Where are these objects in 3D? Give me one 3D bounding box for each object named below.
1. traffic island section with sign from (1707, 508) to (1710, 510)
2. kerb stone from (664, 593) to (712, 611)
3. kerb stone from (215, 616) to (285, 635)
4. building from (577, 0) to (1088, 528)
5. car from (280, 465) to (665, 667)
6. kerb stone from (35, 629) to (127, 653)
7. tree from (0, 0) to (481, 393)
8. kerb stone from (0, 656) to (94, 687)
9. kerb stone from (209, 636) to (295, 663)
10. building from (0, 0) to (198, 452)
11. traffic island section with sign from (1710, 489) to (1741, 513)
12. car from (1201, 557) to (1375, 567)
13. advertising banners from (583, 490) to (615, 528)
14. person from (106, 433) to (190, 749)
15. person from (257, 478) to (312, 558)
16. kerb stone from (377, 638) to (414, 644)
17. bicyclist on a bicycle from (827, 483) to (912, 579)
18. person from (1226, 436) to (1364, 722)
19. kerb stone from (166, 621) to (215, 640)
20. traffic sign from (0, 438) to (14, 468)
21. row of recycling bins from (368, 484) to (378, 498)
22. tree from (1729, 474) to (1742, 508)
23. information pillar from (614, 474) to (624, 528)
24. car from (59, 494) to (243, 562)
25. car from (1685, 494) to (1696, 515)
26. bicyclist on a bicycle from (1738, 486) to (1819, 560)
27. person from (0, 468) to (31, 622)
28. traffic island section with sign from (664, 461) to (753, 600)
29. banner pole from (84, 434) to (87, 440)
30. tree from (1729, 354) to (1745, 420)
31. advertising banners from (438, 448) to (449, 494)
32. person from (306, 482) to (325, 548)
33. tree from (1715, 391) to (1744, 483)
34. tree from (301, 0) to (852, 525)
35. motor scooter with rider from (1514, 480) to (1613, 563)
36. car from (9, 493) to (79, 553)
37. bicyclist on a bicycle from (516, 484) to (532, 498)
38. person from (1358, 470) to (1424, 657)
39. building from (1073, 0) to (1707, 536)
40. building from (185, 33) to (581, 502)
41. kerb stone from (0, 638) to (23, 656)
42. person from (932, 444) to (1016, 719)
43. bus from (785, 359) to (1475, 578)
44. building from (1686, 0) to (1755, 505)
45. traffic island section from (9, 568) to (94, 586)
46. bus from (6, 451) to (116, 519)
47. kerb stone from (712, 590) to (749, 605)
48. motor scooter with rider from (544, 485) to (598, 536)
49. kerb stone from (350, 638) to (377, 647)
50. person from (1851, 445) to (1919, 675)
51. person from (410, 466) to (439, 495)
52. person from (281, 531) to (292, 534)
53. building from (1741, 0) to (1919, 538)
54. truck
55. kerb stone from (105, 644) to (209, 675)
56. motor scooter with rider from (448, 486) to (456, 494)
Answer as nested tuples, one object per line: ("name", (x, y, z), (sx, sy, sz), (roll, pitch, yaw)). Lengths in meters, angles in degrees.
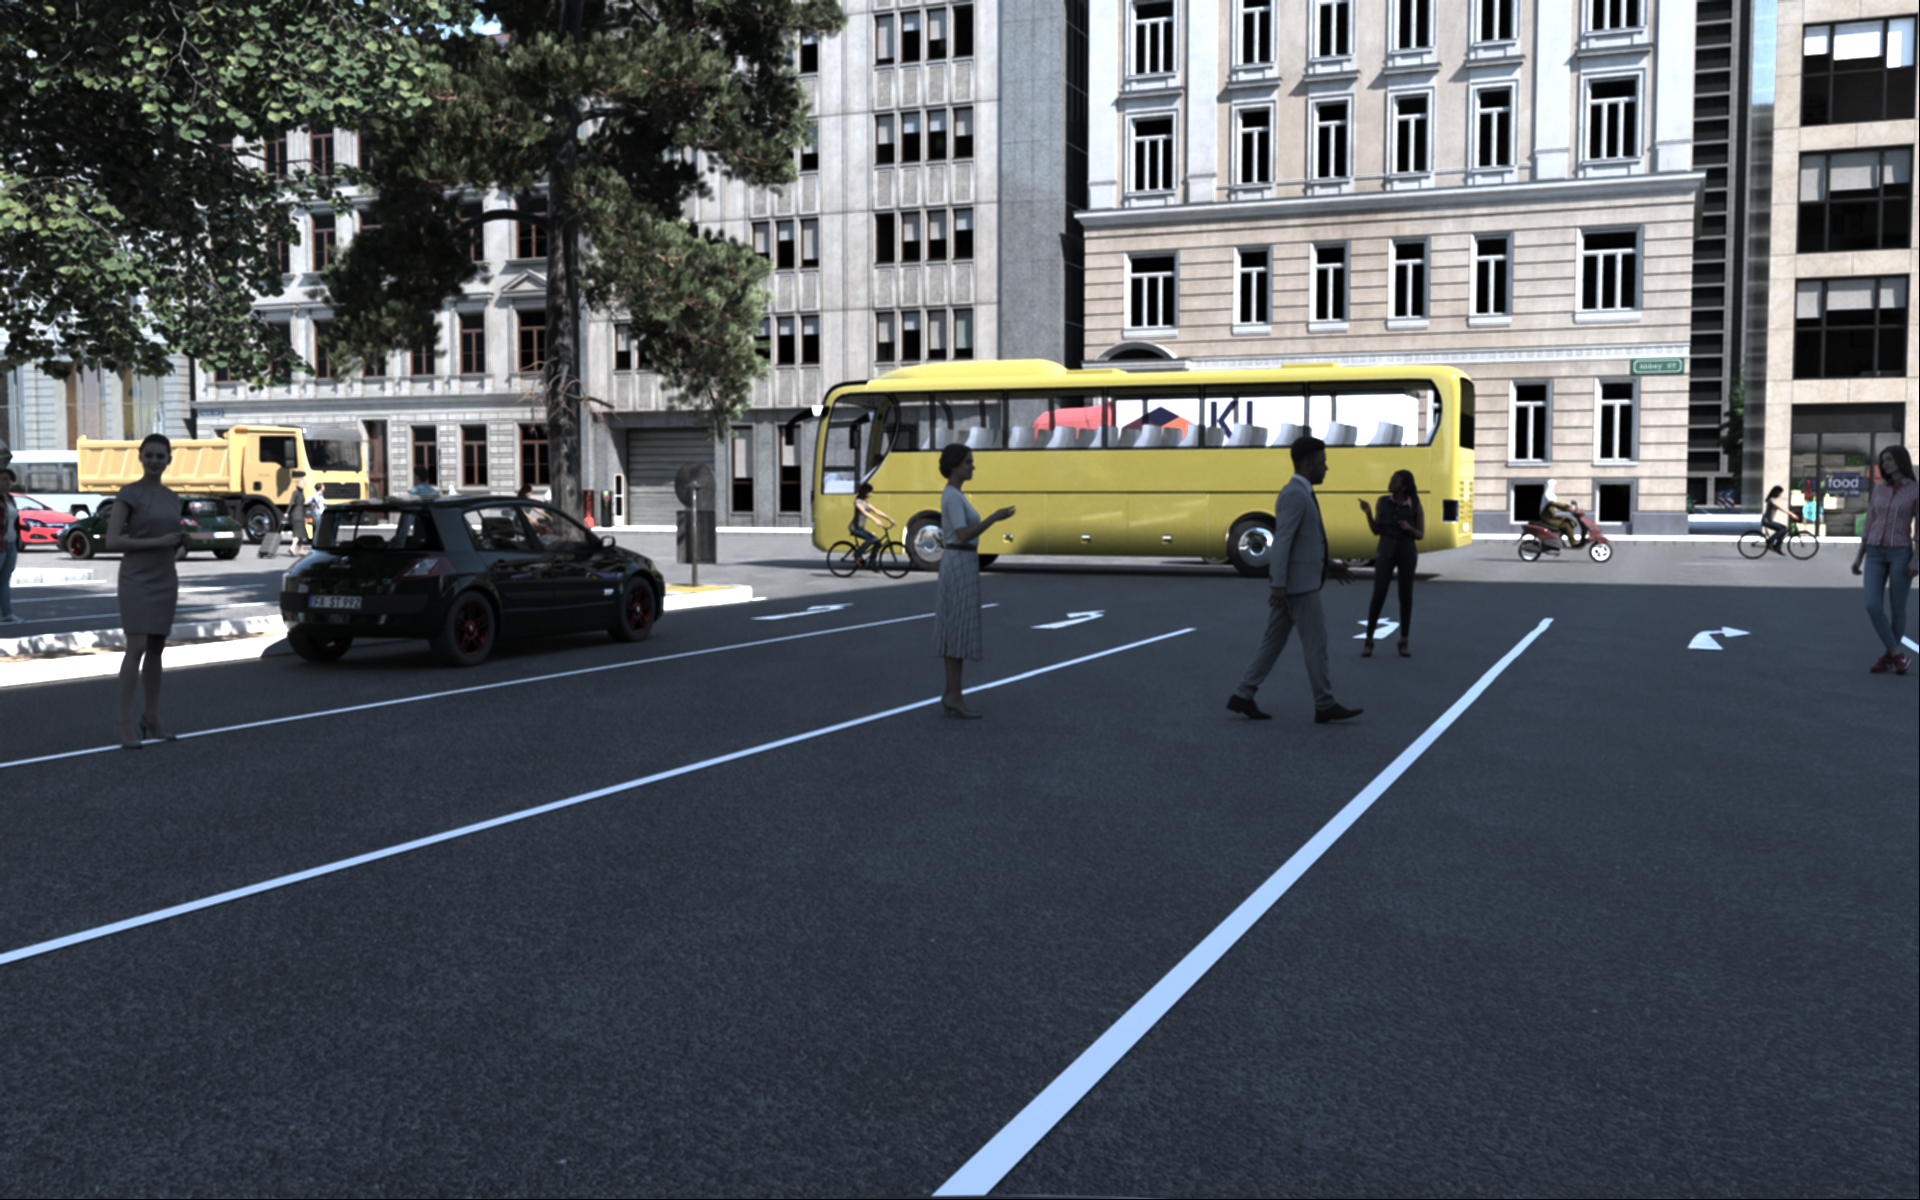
("traffic island section with sign", (68.066, -8.963, 155.170), (1.989, 1.847, 2.006), (1, 4, 22))
("kerb stone", (-3.468, 0.025, 21.825), (0.120, 0.150, 1.000), (1, 4, 22))
("kerb stone", (-7.364, 0.272, 17.904), (0.120, 0.150, 1.000), (1, 4, 22))
("building", (-3.403, -15.360, 69.154), (19.932, 24.808, 12.078), (1, 4, 22))
("car", (-4.323, -0.373, 15.886), (2.009, 1.686, 4.222), (1, 4, 21))
("kerb stone", (-8.151, 0.379, 16.007), (0.120, 0.150, 1.000), (1, 4, 22))
("tree", (-7.987, -6.322, 12.478), (9.857, 13.997, 8.962), (0, 3, 0))
("kerb stone", (-7.025, 0.547, 13.256), (0.120, 0.150, 1.000), (1, 4, 22))
("kerb stone", (-6.232, 0.430, 15.159), (0.120, 0.150, 1.000), (1, 4, 22))
("building", (-46.011, -18.891, 86.362), (29.804, 29.767, 11.434), (1, 4, 22))
("traffic island section with sign", (57.740, -7.440, 130.263), (1.989, 1.847, 2.006), (1, 4, 22))
("car", (6.818, -1.392, 35.128), (4.827, 1.381, 2.083), (1, 4, 22))
("advertising banners", (-14.077, -4.254, 65.744), (2.074, 3.025, 0.090), (-3, 5, -40))
("person", (-4.666, -0.071, 9.999), (0.374, 1.781, 0.599), (1, 4, 21))
("person", (-15.270, -1.867, 39.236), (0.699, 1.804, 1.509), (2, 4, 30))
("kerb stone", (-5.440, 0.320, 17.055), (0.120, 0.150, 1.000), (1, 4, 22))
("bicyclist on a bicycle", (-1.544, -1.191, 29.489), (1.625, 1.676, 1.499), (1, 4, 22))
("person", (2.114, -0.131, 10.917), (0.850, 1.792, 0.678), (1, 4, 9))
("kerb stone", (-7.752, 0.328, 16.953), (0.120, 0.150, 1.000), (1, 4, 22))
("traffic sign", (-15.550, -1.486, 27.938), (0.795, 2.450, 0.064), (1, 4, 22))
("row of recycling bins", (-25.180, -3.823, 69.615), (3.534, 1.692, 1.069), (0, 4, -3))
("tree", (73.917, -10.931, 162.442), (4.285, 4.588, 4.351), (0, 3, 0))
("information pillar", (-12.784, -3.698, 64.953), (0.304, 2.012, 0.304), (0, 4, -8))
("car", (-17.655, -1.713, 37.799), (4.222, 1.686, 2.009), (1, 4, 21))
("car", (48.353, -6.401, 116.455), (2.131, 1.459, 4.920), (1, 4, 21))
("bicyclist on a bicycle", (17.947, -1.709, 37.962), (1.625, 1.676, 1.499), (2, 4, 24))
("person", (-10.704, -0.607, 19.260), (0.643, 1.720, 0.563), (0, 4, 4))
("traffic island section with sign", (-3.900, -0.936, 23.445), (2.006, 1.907, 1.989), (1, 4, 22))
("banner pole", (-36.464, -5.062, 72.788), (0.863, 3.779, 0.401), (0, 4, 5))
("tree", (51.073, -11.045, 106.348), (9.928, 11.665, 9.643), (0, 3, 0))
("advertising banners", (-19.688, -4.272, 66.043), (0.090, 3.025, 2.074), (-2, 4, -26))
("person", (-16.547, -2.164, 44.608), (0.376, 1.734, 0.841), (0, 4, 1))
("tree", (67.194, -13.684, 145.789), (6.751, 12.117, 7.091), (0, 3, 0))
("tree", (-4.770, -5.874, 20.546), (6.751, 12.117, 7.091), (0, 3, 0))
("motor scooter with rider", (12.704, -1.683, 36.482), (1.986, 1.779, 0.876), (1, 4, 21))
("car", (-23.968, -2.098, 43.341), (4.494, 1.783, 2.155), (1, 4, 22))
("bicyclist on a bicycle", (-7.728, -1.287, 31.067), (1.625, 1.676, 1.499), (1, 4, 21))
("person", (3.793, -0.321, 15.217), (0.593, 1.643, 0.415), (-2, 4, -25))
("building", (15.546, -16.840, 61.241), (20.117, 28.700, 13.634), (1, 4, 22))
("building", (-22.573, -14.706, 76.606), (21.152, 22.565, 11.583), (1, 4, 22))
("kerb stone", (-8.544, 0.442, 15.056), (0.120, 0.150, 1.000), (1, 4, 22))
("person", (0.078, -0.126, 11.129), (0.524, 1.755, 0.480), (0, 4, -4))
("bus", (2.902, -2.447, 31.554), (12.252, 3.916, 2.896), (1, 4, 22))
("building", (94.893, -46.845, 204.164), (20.611, 71.187, 20.563), (1, 4, 22))
("traffic island section", (-15.575, -0.350, 28.010), (2.009, 0.180, 2.903), (1, 4, 22))
("bus", (-33.611, -4.206, 63.626), (13.247, 3.499, 2.948), (1, 4, 22))
("kerb stone", (-3.069, -0.035, 22.771), (0.120, 0.150, 1.000), (1, 4, 22))
("motor scooter with rider", (-9.152, -1.890, 39.862), (1.986, 1.779, 0.876), (1, 4, 22))
("kerb stone", (-5.838, 0.372, 16.108), (0.120, 0.150, 1.000), (1, 4, 22))
("person", (7.448, -0.330, 13.900), (0.388, 1.821, 0.555), (-3, 5, -44))
("person", (-7.427, -0.954, 24.117), (0.620, 1.820, 0.660), (1, 4, 19))
("person", (-24.521, -3.247, 62.587), (0.522, 1.701, 0.512), (2, 4, 34))
("building", (43.441, -15.230, 53.534), (34.151, 26.468, 19.350), (1, 4, 22))
("truck", (-21.172, -3.339, 50.512), (9.791, 3.379, 3.469), (1, 4, 23))
("kerb stone", (-6.621, 0.489, 14.200), (0.120, 0.150, 1.000), (1, 4, 22))
("motor scooter with rider", (-18.776, -3.325, 63.331), (1.986, 1.779, 0.876), (1, 4, 22))
